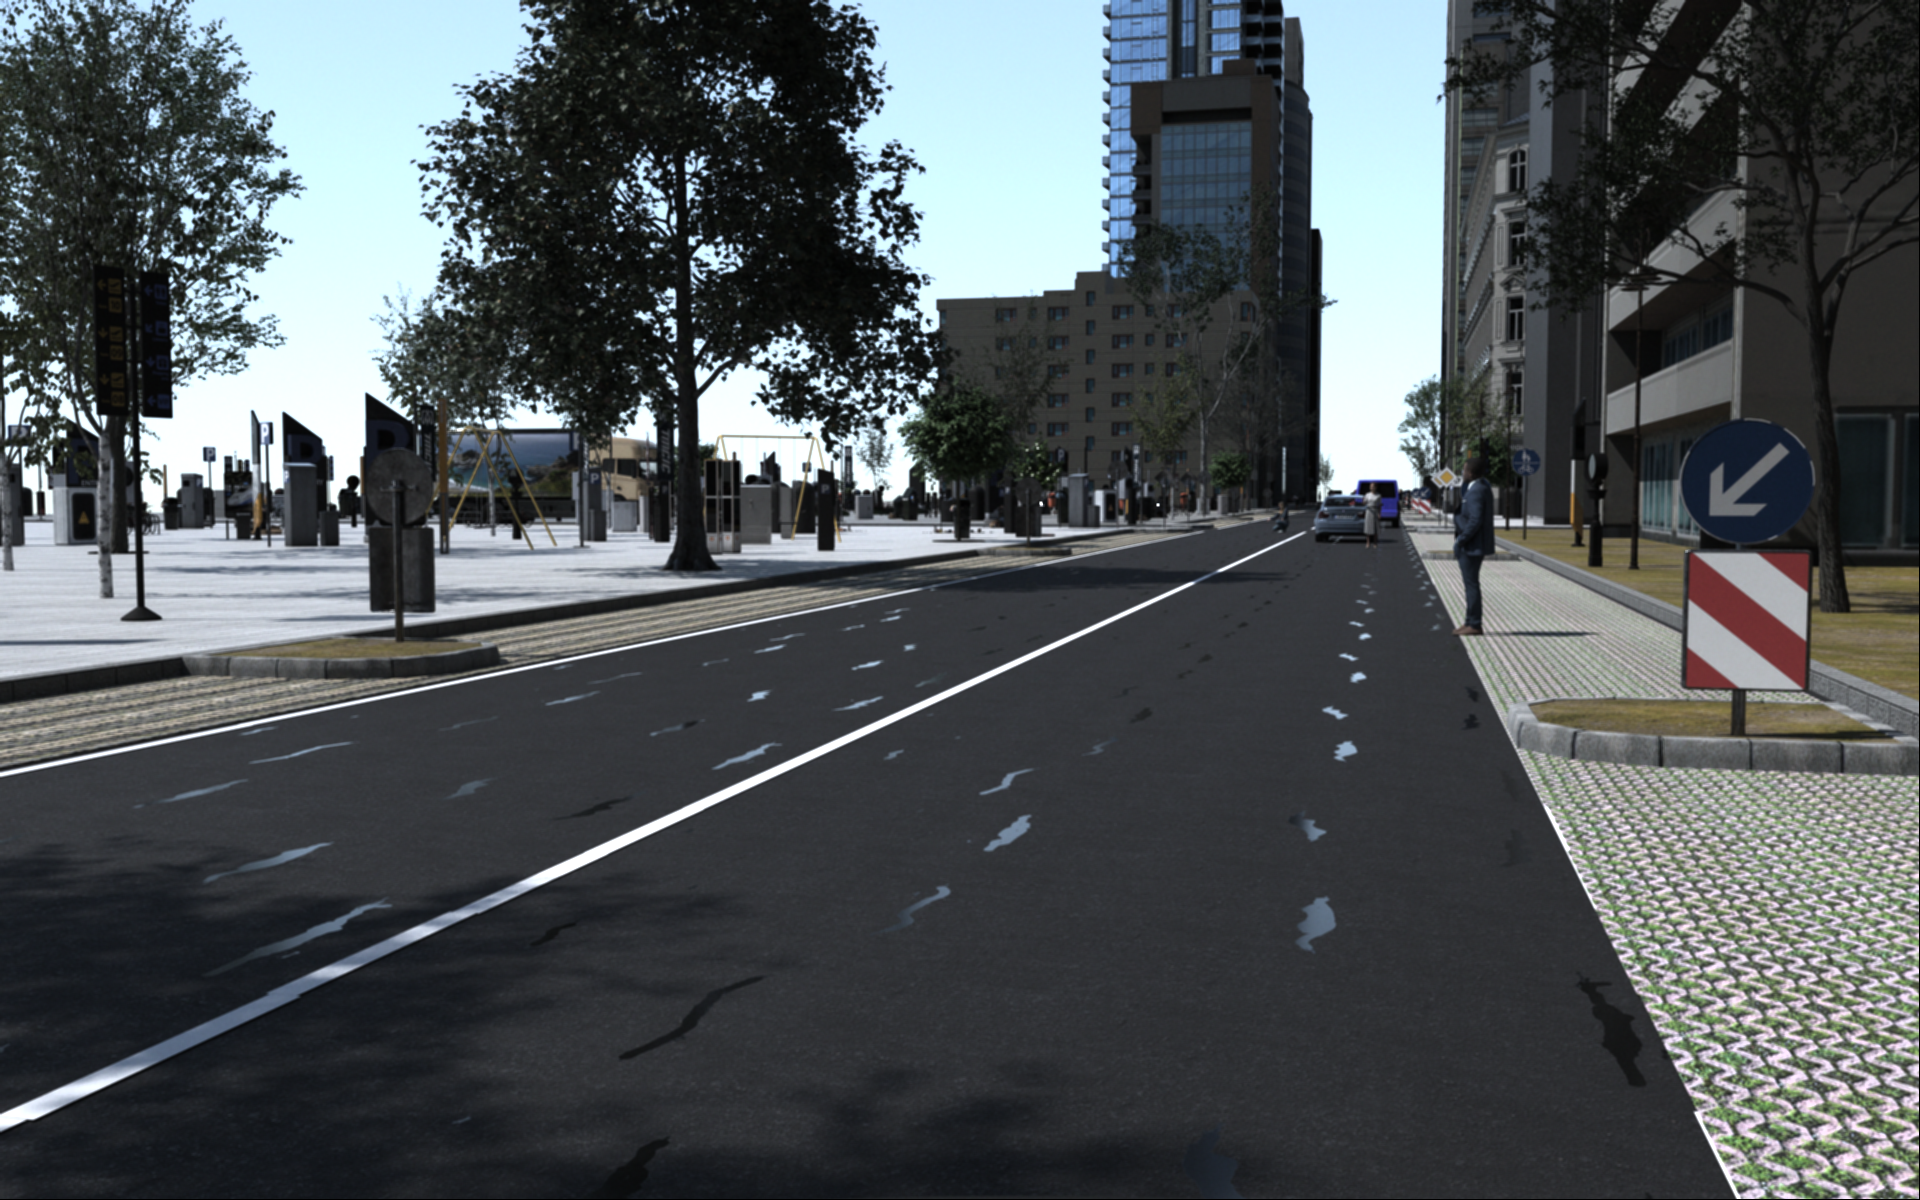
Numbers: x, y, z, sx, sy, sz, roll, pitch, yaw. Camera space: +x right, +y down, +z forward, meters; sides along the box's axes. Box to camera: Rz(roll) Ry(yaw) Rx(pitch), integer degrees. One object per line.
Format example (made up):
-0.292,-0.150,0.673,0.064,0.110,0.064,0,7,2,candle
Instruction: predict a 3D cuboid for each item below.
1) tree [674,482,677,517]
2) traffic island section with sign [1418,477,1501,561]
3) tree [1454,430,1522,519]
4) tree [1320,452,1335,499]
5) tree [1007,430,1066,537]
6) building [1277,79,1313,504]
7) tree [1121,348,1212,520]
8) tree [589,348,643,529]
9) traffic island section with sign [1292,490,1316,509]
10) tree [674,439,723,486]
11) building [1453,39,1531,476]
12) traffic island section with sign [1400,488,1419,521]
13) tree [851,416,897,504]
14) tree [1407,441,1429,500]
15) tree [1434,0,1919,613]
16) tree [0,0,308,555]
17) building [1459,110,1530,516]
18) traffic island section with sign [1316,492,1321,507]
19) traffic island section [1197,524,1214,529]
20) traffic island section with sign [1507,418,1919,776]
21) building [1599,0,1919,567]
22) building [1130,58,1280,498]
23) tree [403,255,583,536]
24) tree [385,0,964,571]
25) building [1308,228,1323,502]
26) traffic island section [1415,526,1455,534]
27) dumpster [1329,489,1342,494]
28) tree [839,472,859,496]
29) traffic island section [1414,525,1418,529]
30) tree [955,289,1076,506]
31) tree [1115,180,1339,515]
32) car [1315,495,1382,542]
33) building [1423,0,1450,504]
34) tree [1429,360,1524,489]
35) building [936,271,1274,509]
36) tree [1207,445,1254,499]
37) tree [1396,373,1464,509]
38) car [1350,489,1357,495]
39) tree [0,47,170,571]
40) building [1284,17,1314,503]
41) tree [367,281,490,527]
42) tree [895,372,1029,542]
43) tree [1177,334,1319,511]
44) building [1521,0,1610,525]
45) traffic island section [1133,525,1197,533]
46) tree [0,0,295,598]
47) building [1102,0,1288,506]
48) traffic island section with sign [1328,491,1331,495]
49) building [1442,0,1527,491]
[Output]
-16.131,-6.376,98.846,1.663,3.219,1.824,0,3,0,tree
11.150,-1.793,37.948,1.989,1.847,2.006,1,4,14,traffic island section with sign
26.961,-6.407,88.475,4.285,4.588,4.351,0,3,0,tree
62.997,-21.347,299.389,4.737,8.622,4.395,0,3,0,tree
2.486,-3.548,52.606,1.663,3.219,1.824,0,3,0,tree
38.023,-42.933,243.955,21.231,58.520,28.212,1,4,14,building
10.413,-8.332,86.595,4.737,8.622,4.395,0,3,0,tree
-13.249,-6.951,64.006,4.360,8.622,3.978,0,3,0,tree
33.577,-9.852,169.708,1.989,1.847,2.006,1,4,14,traffic island section with sign
-14.457,-6.754,94.149,4.285,4.588,4.351,0,3,0,tree
52.803,-29.076,158.981,14.154,41.232,14.086,1,4,14,building
24.408,-5.066,91.462,1.989,1.847,2.006,1,4,14,traffic island section with sign
-7.183,-12.063,147.594,4.360,8.622,3.978,0,3,0,tree
60.482,-16.848,225.823,4.737,8.622,4.395,0,3,0,tree
9.320,-5.160,18.776,8.767,10.594,7.601,-2,4,-35,tree
-17.969,-6.794,36.830,9.928,11.665,9.643,0,3,0,tree
43.865,-20.954,119.011,17.030,29.872,44.131,1,4,14,building
40.072,-11.452,195.872,1.989,1.847,2.006,1,4,14,traffic island section with sign
9.596,-3.098,72.934,2.009,0.180,2.903,1,4,14,traffic island section
4.198,-0.075,9.856,1.989,1.847,2.006,1,4,14,traffic island section with sign
26.770,-25.290,37.188,21.300,48.544,21.600,1,4,14,building
26.239,-32.628,183.572,14.600,45.320,14.200,1,4,14,building
-14.420,-6.250,52.542,4.360,8.622,3.978,0,3,0,tree
-4.674,-6.846,28.938,9.611,12.733,9.660,0,3,0,tree
51.944,-38.786,284.260,14.600,45.320,14.200,1,4,14,building
17.615,-2.474,62.724,2.009,0.180,2.903,1,4,14,traffic island section
58.015,-16.058,267.503,1.985,2.255,1.502,1,4,12,dumpster
-8.490,-8.234,129.227,1.663,3.219,1.824,0,3,0,tree
19.536,-2.948,70.475,2.009,0.180,2.903,1,4,14,traffic island section
1.909,-6.804,61.610,4.360,8.622,3.978,0,3,0,tree
16.030,-15.223,104.785,12.611,20.169,13.585,0,3,0,tree
11.808,-2.495,52.801,2.014,1.417,4.499,1,4,16,car
74.425,-48.795,236.051,20.563,71.187,20.611,1,4,14,building
28.478,-8.816,94.503,4.737,8.622,4.395,0,3,0,tree
14.774,-19.524,164.259,27.650,21.520,28.899,1,4,14,building
18.165,-8.132,116.669,4.285,4.588,4.351,0,3,0,tree
40.918,-13.545,147.221,9.928,11.665,9.643,0,3,0,tree
28.402,-6.888,121.294,2.281,1.827,5.304,1,4,16,car
-15.724,-4.793,28.726,4.737,8.622,4.395,0,3,0,tree
44.293,-50.699,267.182,20.563,71.187,20.611,1,4,14,building
-18.514,-6.731,60.412,4.737,8.622,4.395,0,3,0,tree
-0.055,-3.848,46.637,4.285,4.588,4.351,0,3,0,tree
21.995,-13.533,131.631,12.009,13.543,11.850,0,3,0,tree
36.903,-17.091,72.951,24.014,27.812,14.314,1,4,14,building
7.675,-2.624,65.183,2.009,0.180,2.903,1,4,14,traffic island section
-10.550,-4.344,21.389,4.360,8.622,3.978,0,3,0,tree
28.218,-54.582,205.086,22.319,86.520,31.000,1,4,14,building
60.005,-16.376,276.367,1.989,1.847,2.006,1,4,14,traffic island section with sign
60.977,-38.919,178.329,21.231,58.520,28.212,1,4,14,building
